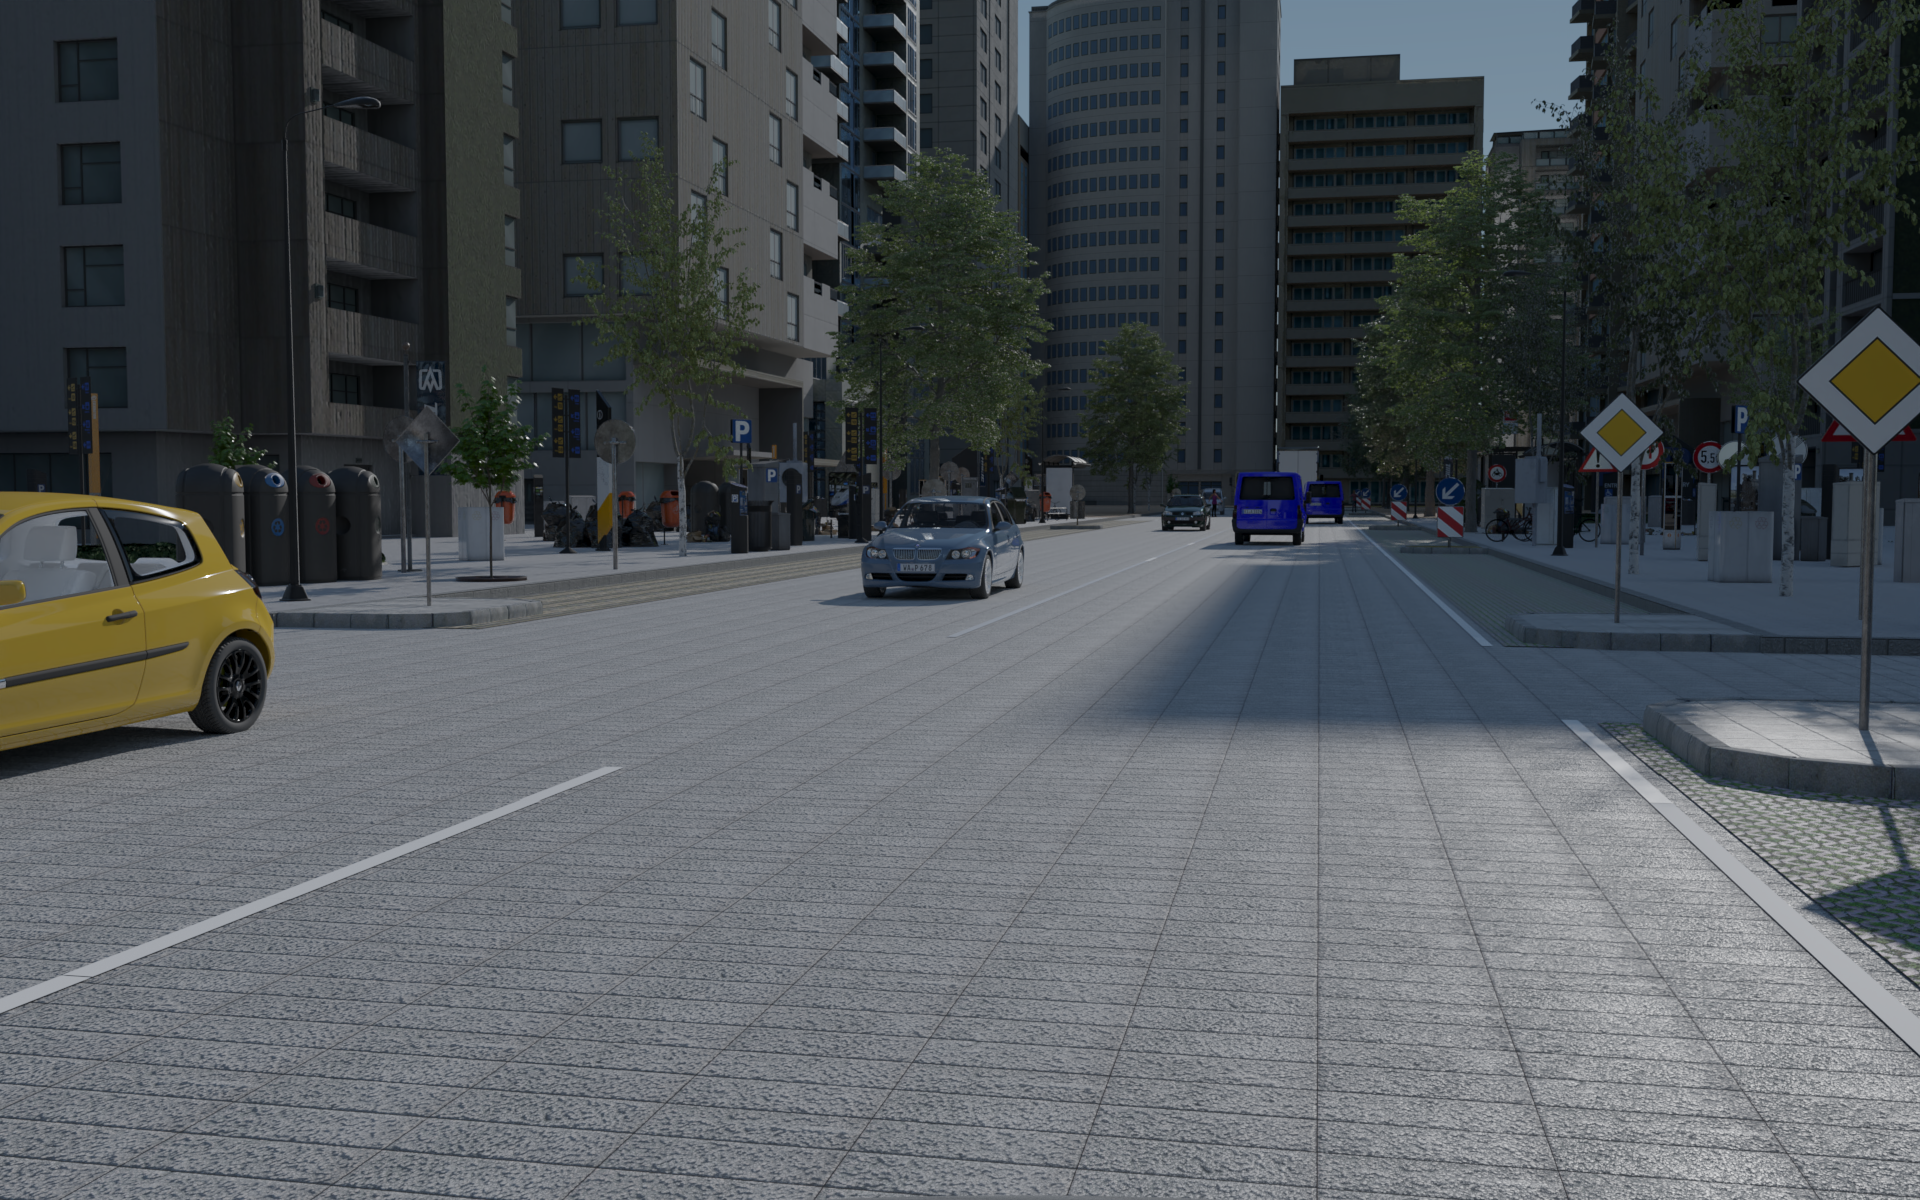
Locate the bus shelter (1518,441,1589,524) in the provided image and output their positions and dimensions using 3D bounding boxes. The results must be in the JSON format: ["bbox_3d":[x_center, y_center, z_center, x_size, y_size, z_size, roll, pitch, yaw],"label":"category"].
[{"bbox_3d":[23.586,-4.596,69.065,2.014,3.302,5.546,1,4,12],"label":"bus shelter"}]

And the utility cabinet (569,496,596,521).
[{"bbox_3d":[-14.174,-3.291,64.963,1.020,1.237,0.306,-3,5,-42],"label":"utility cabinet"}]

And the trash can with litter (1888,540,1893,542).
[{"bbox_3d":[25.832,-2.133,45.924,2.233,1.210,1.678,1,4,19],"label":"trash can with litter"}]

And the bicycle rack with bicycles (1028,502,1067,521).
[{"bbox_3d":[3.769,-4.312,83.887,2.852,0.926,2.925,3,4,36],"label":"bicycle rack with bicycles"}]

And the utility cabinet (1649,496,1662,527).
[{"bbox_3d":[27.192,-3.421,67.091,0.306,1.237,1.020,-3,4,-39],"label":"utility cabinet"}]

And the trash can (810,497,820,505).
[{"bbox_3d":[-6.699,-4.087,78.482,0.748,1.137,0.748,0,3,0],"label":"trash can"}]

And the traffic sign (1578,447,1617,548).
[{"bbox_3d":[15.264,-2.537,41.480,0.884,2.594,0.081,1,4,19],"label":"traffic sign"}]

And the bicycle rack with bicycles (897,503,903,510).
[{"bbox_3d":[-1.516,-3.786,75.284,2.852,0.926,2.925,1,4,23],"label":"bicycle rack with bicycles"}]

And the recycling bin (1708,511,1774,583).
[{"bbox_3d":[11.403,-0.780,25.310,0.722,1.027,0.722,1,4,9],"label":"recycling bin"}]

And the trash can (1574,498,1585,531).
[{"bbox_3d":[20.168,-2.777,57.056,0.748,1.137,0.748,0,3,0],"label":"trash can"}]

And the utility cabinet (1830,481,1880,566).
[{"bbox_3d":[15.826,-1.343,30.632,1.173,1.500,0.318,-3,4,-39],"label":"utility cabinet"}]

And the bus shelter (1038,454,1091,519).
[{"bbox_3d":[5.536,-5.944,91.107,2.014,3.302,5.546,1,4,12],"label":"bus shelter"}]

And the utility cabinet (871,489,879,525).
[{"bbox_3d":[-3.711,-3.780,70.487,0.318,1.500,1.173,-3,5,-43],"label":"utility cabinet"}]

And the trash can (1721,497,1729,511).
[{"bbox_3d":[36.537,-4.318,82.258,0.748,1.137,0.748,0,3,0],"label":"trash can"}]

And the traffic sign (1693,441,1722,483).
[{"bbox_3d":[18.079,-2.551,41.822,0.768,2.556,0.104,1,4,13],"label":"traffic sign"}]

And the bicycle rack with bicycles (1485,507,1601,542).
[{"bbox_3d":[15.799,-2.049,46.885,2.925,0.926,2.852,1,4,20],"label":"bicycle rack with bicycles"}]

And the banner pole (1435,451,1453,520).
[{"bbox_3d":[23.961,-5.848,85.639,0.863,3.779,0.401,1,4,20],"label":"banner pole"}]

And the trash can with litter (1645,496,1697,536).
[{"bbox_3d":[22.231,-2.629,54.036,2.233,1.210,1.678,1,4,9],"label":"trash can with litter"}]

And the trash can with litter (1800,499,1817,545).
[{"bbox_3d":[19.181,-1.693,39.064,0.624,1.170,1.055,-1,4,-10],"label":"trash can with litter"}]

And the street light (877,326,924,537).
[{"bbox_3d":[-1.673,-4.621,48.098,1.470,5.913,1.316,1,4,12],"label":"street light"}]

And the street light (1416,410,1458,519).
[{"bbox_3d":[17.532,-5.539,63.097,1.470,5.913,1.316,1,4,12],"label":"street light"}]

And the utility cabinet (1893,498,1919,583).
[{"bbox_3d":[14.154,-0.855,25.144,1.020,1.237,0.306,0,4,5],"label":"utility cabinet"}]

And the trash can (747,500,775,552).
[{"bbox_3d":[-4.510,-1.654,38.691,0.748,1.137,0.748,0,3,0],"label":"trash can"}]

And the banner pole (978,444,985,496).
[{"bbox_3d":[0.837,-4.833,69.038,0.401,3.779,0.863,2,4,26],"label":"banner pole"}]

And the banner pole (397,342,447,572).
[{"bbox_3d":[-8.902,-2.364,28.668,0.863,3.779,0.401,0,4,-6],"label":"banner pole"}]

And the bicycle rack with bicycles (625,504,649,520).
[{"bbox_3d":[-11.510,-3.202,65.735,2.925,0.926,2.852,-1,4,-13],"label":"bicycle rack with bicycles"}]

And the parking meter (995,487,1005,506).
[{"bbox_3d":[1.528,-3.483,65.366,0.372,1.533,0.369,0,3,0],"label":"parking meter"}]

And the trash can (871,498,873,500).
[{"bbox_3d":[-3.295,-2.852,58.288,0.748,1.137,0.748,0,3,0],"label":"trash can"}]

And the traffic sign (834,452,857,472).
[{"bbox_3d":[-3.484,-3.214,52.555,0.884,2.594,0.081,1,4,15],"label":"traffic sign"}]

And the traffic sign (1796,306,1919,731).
[{"bbox_3d":[4.911,-0.349,9.354,0.795,2.450,0.064,1,4,12],"label":"traffic sign"}]

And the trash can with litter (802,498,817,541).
[{"bbox_3d":[-4.404,-2.176,46.968,1.055,1.170,0.624,0,4,-8],"label":"trash can with litter"}]

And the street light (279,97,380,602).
[{"bbox_3d":[-7.464,-2.935,20.527,1.470,5.913,1.316,1,4,12],"label":"street light"}]

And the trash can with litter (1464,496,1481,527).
[{"bbox_3d":[19.822,-3.411,66.835,2.233,1.210,1.678,-3,4,-36],"label":"trash can with litter"}]

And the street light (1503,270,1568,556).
[{"bbox_3d":[11.964,-3.883,36.024,1.470,5.913,1.316,1,4,12],"label":"street light"}]

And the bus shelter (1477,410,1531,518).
[{"bbox_3d":[25.081,-6.293,80.523,2.179,5.291,8.768,1,4,12],"label":"bus shelter"}]

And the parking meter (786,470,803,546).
[{"bbox_3d":[-4.105,-2.279,42.974,0.255,1.863,0.399,2,4,27],"label":"parking meter"}]

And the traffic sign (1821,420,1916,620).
[{"bbox_3d":[9.202,-1.076,17.595,0.884,2.594,0.081,1,4,13],"label":"traffic sign"}]

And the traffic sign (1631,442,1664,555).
[{"bbox_3d":[14.269,-2.206,36.168,0.768,2.556,0.104,1,4,16],"label":"traffic sign"}]

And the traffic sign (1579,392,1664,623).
[{"bbox_3d":[6.535,-0.828,17.173,0.795,2.450,0.064,1,4,12],"label":"traffic sign"}]

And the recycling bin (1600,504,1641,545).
[{"bbox_3d":[16.935,-1.948,44.399,0.722,1.027,0.722,-2,4,-34],"label":"recycling bin"}]

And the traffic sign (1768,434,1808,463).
[{"bbox_3d":[17.177,-2.197,36.033,0.768,2.556,0.104,1,4,16],"label":"traffic sign"}]

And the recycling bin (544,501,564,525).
[{"bbox_3d":[-14.808,-3.063,62.635,0.722,1.027,0.722,2,4,34],"label":"recycling bin"}]

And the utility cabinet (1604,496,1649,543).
[{"bbox_3d":[17.647,-2.131,46.000,1.020,1.237,0.306,1,4,11],"label":"utility cabinet"}]

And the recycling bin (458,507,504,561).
[{"bbox_3d":[-9.271,-1.283,33.527,0.722,1.027,0.722,-2,4,-30],"label":"recycling bin"}]

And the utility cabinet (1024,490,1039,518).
[{"bbox_3d":[3.689,-5.169,93.184,1.173,1.500,0.318,-1,4,-17],"label":"utility cabinet"}]

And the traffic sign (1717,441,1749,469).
[{"bbox_3d":[18.539,-2.532,41.496,0.768,2.556,0.104,1,4,21],"label":"traffic sign"}]

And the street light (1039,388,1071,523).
[{"bbox_3d":[4.151,-6.320,75.869,1.470,5.913,1.316,1,4,12],"label":"street light"}]

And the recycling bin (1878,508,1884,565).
[{"bbox_3d":[16.419,-1.170,31.691,0.722,1.027,0.722,1,4,17],"label":"recycling bin"}]

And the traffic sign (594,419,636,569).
[{"bbox_3d":[-5.866,-1.793,29.416,0.768,2.556,0.104,1,4,14],"label":"traffic sign"}]

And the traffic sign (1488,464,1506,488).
[{"bbox_3d":[22.937,-4.521,74.024,0.768,2.556,0.104,1,4,15],"label":"traffic sign"}]

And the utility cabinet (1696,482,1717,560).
[{"bbox_3d":[14.447,-1.518,33.491,0.318,1.500,1.173,1,4,21],"label":"utility cabinet"}]

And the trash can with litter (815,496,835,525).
[{"bbox_3d":[-6.131,-3.687,71.332,2.233,1.210,1.678,-1,4,-17],"label":"trash can with litter"}]

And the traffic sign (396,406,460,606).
[{"bbox_3d":[-6.087,-0.989,19.805,0.795,2.450,0.064,1,4,12],"label":"traffic sign"}]

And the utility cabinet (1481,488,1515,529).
[{"bbox_3d":[19.717,-3.351,63.466,1.173,1.500,0.318,-1,4,-10],"label":"utility cabinet"}]

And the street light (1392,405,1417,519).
[{"bbox_3d":[23.191,-7.193,90.152,1.470,5.913,1.316,1,4,12],"label":"street light"}]

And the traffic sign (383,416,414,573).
[{"bbox_3d":[-9.064,-1.715,28.148,0.768,2.556,0.104,1,4,19],"label":"traffic sign"}]
